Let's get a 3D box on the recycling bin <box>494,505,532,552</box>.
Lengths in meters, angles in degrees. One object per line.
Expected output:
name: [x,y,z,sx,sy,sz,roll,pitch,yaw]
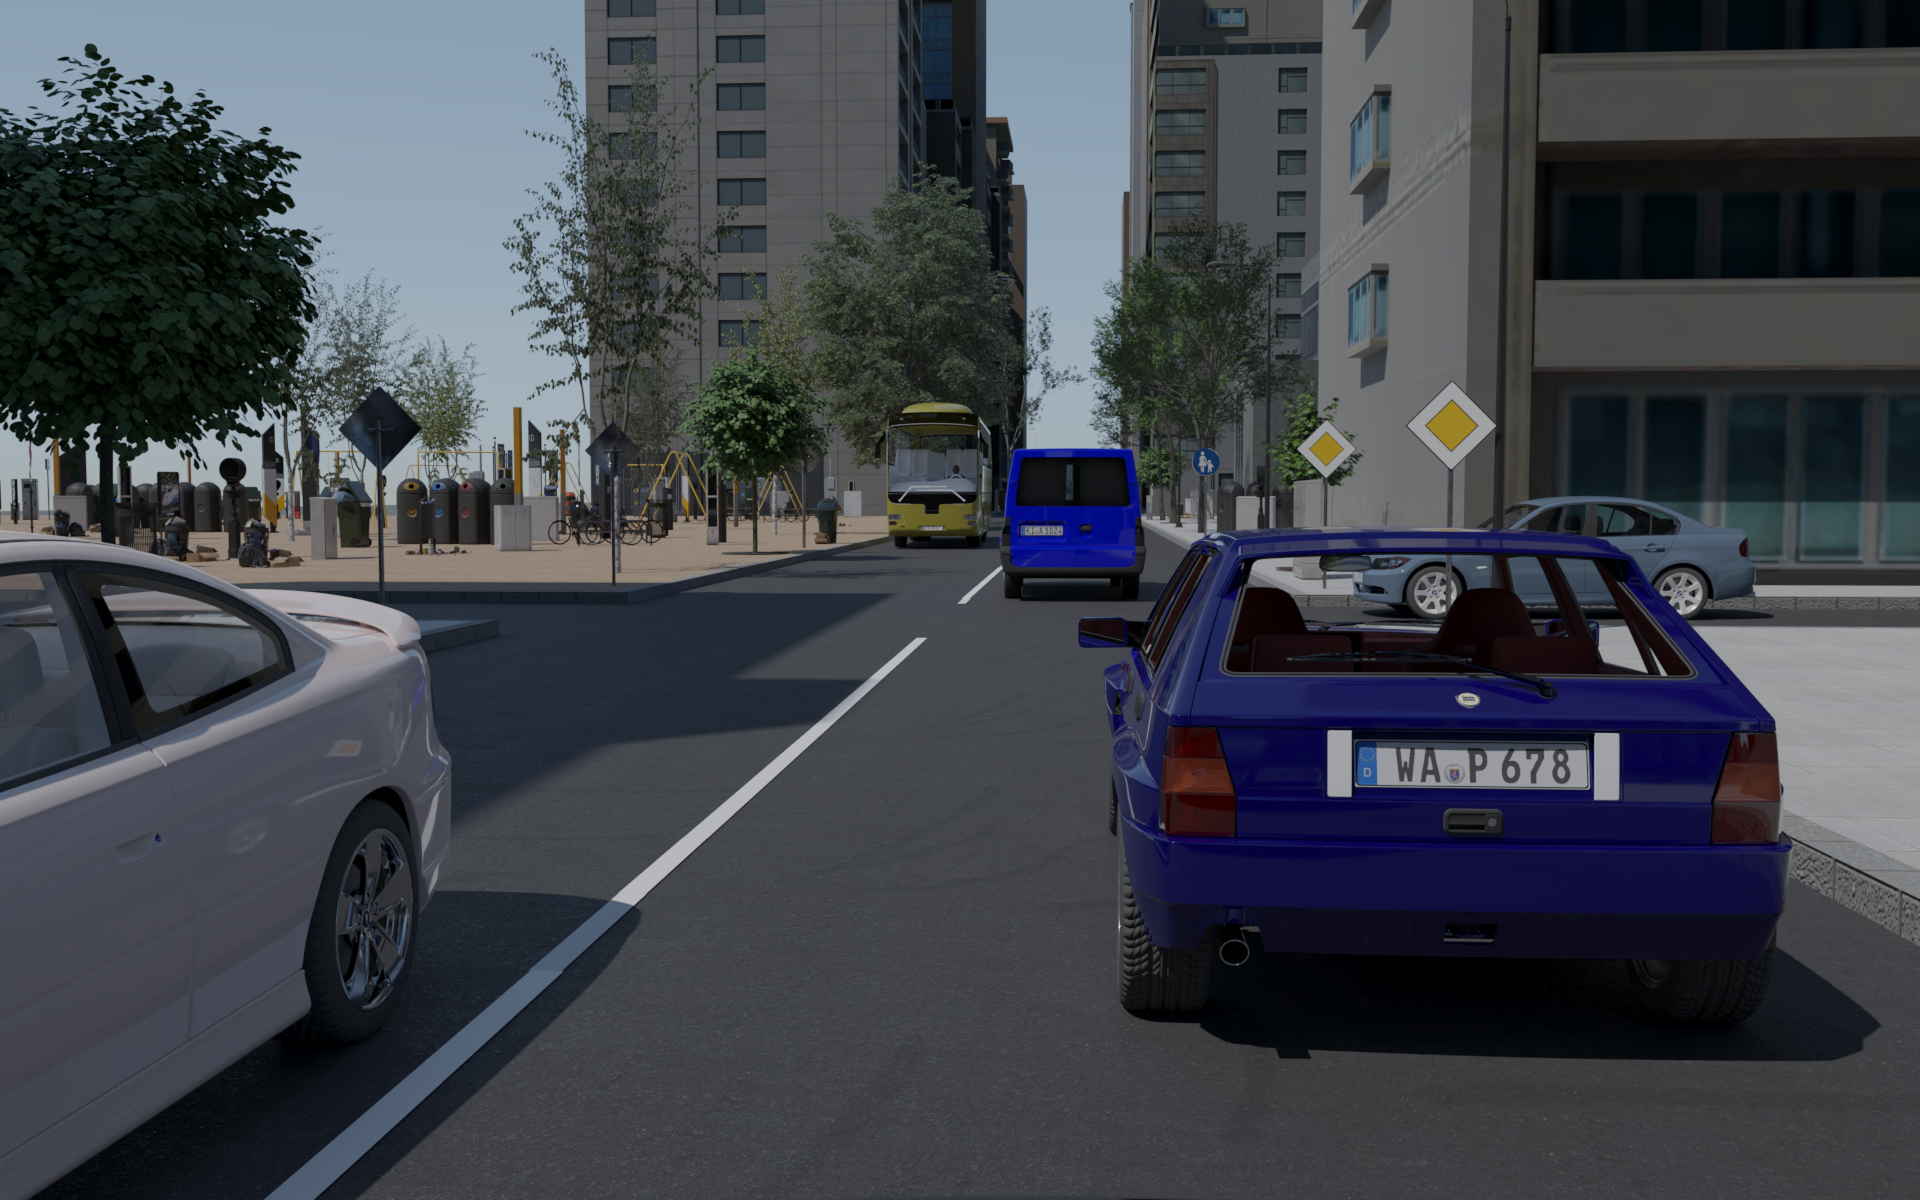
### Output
recycling bin: [-10.076,-1.620,39.036,0.722,1.027,0.722,-2,4,-24]

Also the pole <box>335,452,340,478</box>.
pole: [-29.307,-5.365,81.566,0.158,3.312,0.155,0,3,0]

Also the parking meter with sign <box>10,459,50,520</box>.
parking meter with sign: [-45.808,-5.446,85.298,1.738,3.016,0.543,-1,4,-14]

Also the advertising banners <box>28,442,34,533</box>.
advertising banners: [-21.514,-2.685,40.094,0.090,3.025,2.074,-2,4,-28]

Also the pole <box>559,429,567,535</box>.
pole: [-12.496,-3.709,54.489,0.158,3.312,0.155,0,3,0]

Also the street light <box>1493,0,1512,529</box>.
street light: [4.273,-2.621,15.396,1.470,5.913,1.316,0,4,4]

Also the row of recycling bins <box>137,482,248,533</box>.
row of recycling bins: [-25.655,-3.132,58.328,3.534,1.692,1.069,1,4,9]

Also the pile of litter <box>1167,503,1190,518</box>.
pile of litter: [11.669,-4.727,91.256,1.719,0.858,1.176,0,4,7]

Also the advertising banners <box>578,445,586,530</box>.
advertising banners: [-12.929,-3.848,59.100,0.090,3.025,2.074,0,4,-7]

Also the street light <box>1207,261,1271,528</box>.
street light: [5.630,-3.803,34.714,1.470,5.913,1.316,0,4,4]

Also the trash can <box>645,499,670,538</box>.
trash can: [-8.833,-2.384,50.633,0.748,1.137,0.748,0,3,0]

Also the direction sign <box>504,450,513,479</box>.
direction sign: [-23.344,-5.948,89.241,0.876,3.537,0.379,2,4,33]

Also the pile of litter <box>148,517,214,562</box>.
pile of litter: [-14.654,-1.158,32.901,1.176,0.858,1.719,3,5,40]

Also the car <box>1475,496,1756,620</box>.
car: [6.938,-0.518,20.466,4.499,1.417,2.014,0,4,2]

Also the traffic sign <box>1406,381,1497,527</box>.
traffic sign: [4.362,-0.722,15.440,0.795,2.450,0.064,0,4,4]

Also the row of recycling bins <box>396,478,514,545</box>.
row of recycling bins: [-12.786,-2.270,44.231,3.534,1.692,1.069,1,4,16]

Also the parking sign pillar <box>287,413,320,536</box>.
parking sign pillar: [-20.216,-4.003,53.915,1.447,3.967,1.447,-1,4,-16]

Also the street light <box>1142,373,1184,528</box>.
street light: [7.858,-5.733,66.272,1.470,5.913,1.316,0,4,4]

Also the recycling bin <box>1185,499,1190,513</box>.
recycling bin: [12.721,-4.999,94.286,0.722,1.027,0.722,2,4,30]

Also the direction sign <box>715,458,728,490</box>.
direction sign: [-13.179,-6.319,95.319,0.876,3.537,0.379,0,4,5]

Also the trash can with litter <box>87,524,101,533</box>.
trash can with litter: [-28.492,-2.828,57.618,1.055,1.170,0.624,0,4,-5]

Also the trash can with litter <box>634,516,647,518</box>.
trash can with litter: [-16.624,-5.097,94.400,2.233,1.210,1.678,0,4,5]

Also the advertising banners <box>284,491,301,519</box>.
advertising banners: [-34.324,-5.714,89.611,2.074,3.025,0.090,3,4,36]

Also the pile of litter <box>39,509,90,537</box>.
pile of litter: [-26.985,-2.316,51.825,1.719,0.858,1.176,-2,4,-29]

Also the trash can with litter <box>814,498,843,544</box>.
trash can with litter: [-3.406,-2.031,44.589,0.624,1.170,1.055,0,4,8]

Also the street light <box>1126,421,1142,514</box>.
street light: [10.231,-7.693,98.328,1.470,5.913,1.316,0,4,4]

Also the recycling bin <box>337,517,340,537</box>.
recycling bin: [-18.227,-2.397,51.745,0.722,1.027,0.722,-1,4,-19]

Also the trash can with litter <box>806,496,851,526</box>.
trash can with litter: [-5.101,-3.574,69.499,1.678,1.210,2.233,-2,4,-25]

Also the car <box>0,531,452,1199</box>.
car: [-2.566,0.553,3.313,2.083,1.381,4.827,0,4,5]

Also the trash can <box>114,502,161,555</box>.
trash can: [-14.278,-1.127,30.080,0.748,1.137,0.748,0,3,0]

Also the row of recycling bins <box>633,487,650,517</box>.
row of recycling bins: [-17.562,-5.543,97.740,1.069,1.692,3.534,-2,4,-27]

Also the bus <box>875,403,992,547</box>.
bus: [-0.477,-3.595,50.329,2.896,3.916,12.252,0,4,2]

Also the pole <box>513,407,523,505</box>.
pole: [-10.365,-2.863,40.660,0.158,3.312,0.155,0,3,0]

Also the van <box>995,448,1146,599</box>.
van: [1.601,-1.284,25.381,2.240,2.365,5.245,0,4,2]

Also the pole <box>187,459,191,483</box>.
pole: [-42.584,-6.232,95.733,0.158,3.312,0.155,0,3,0]

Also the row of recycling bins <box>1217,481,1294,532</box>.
row of recycling bins: [9.995,-2.965,55.592,3.534,1.692,1.069,-1,4,-13]

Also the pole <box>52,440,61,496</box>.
pole: [-31.807,-4.107,60.999,0.158,3.312,0.155,0,3,0]

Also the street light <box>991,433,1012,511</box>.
street light: [3.030,-9.704,131.198,1.470,5.913,1.316,0,4,4]

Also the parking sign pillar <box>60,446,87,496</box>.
parking sign pillar: [-43.319,-5.870,84.443,1.447,3.967,1.447,3,4,38]

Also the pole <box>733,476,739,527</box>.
pole: [-8.692,-4.482,67.128,0.158,3.312,0.155,0,3,0]

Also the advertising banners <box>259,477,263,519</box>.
advertising banners: [-33.707,-5.306,82.935,0.090,3.025,2.074,1,4,23]

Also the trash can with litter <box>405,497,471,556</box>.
trash can with litter: [-11.125,-1.600,37.211,1.678,1.210,2.233,1,4,16]

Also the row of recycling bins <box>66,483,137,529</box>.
row of recycling bins: [-31.217,-3.480,64.003,1.069,1.692,3.534,2,4,30]

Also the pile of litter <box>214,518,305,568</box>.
pile of litter: [-12.253,-1.032,30.830,1.176,0.858,1.719,0,4,2]

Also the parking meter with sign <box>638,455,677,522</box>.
parking meter with sign: [-13.654,-5.014,78.233,1.738,3.016,0.543,-1,4,-10]

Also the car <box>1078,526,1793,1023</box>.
car: [1.386,0.397,6.083,1.945,1.354,3.894,0,4,4]
